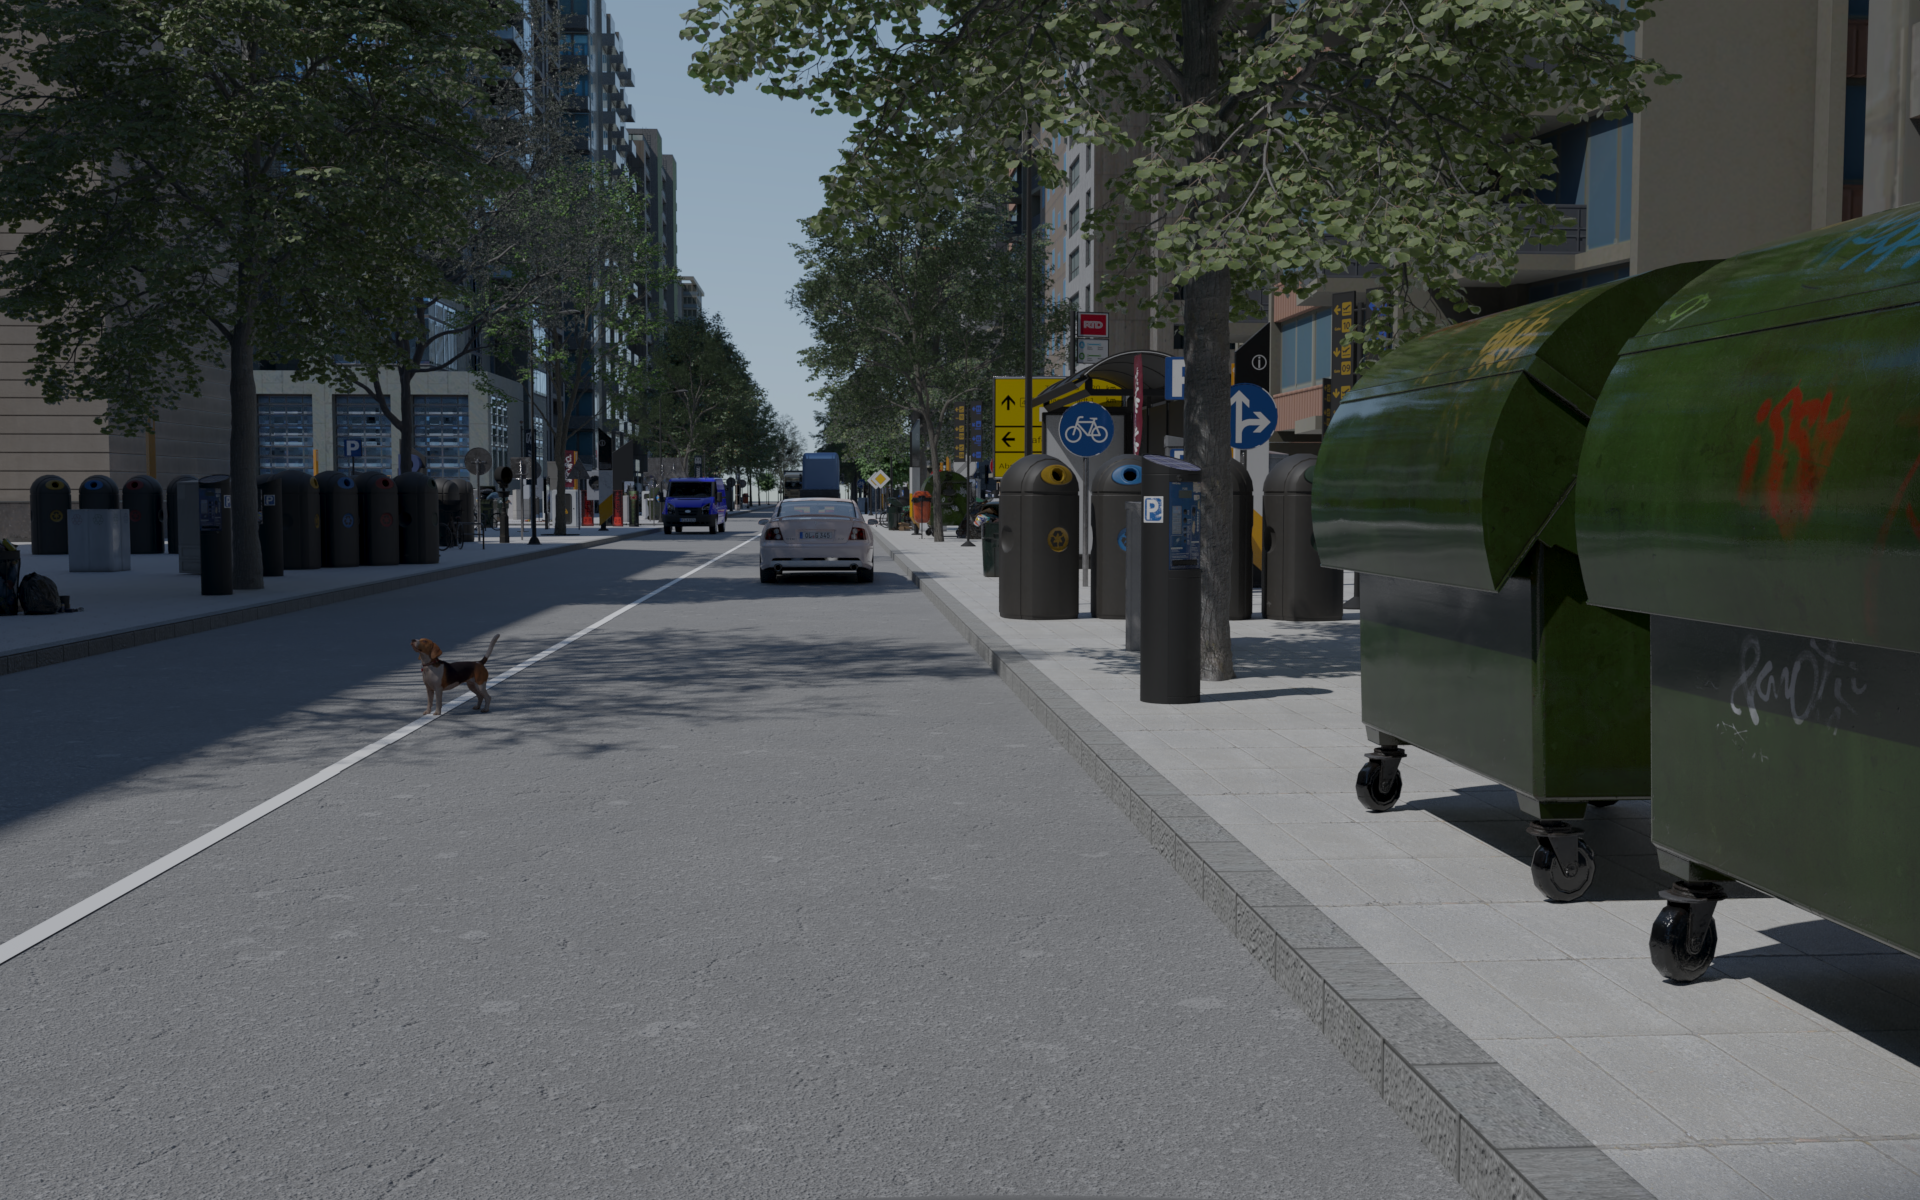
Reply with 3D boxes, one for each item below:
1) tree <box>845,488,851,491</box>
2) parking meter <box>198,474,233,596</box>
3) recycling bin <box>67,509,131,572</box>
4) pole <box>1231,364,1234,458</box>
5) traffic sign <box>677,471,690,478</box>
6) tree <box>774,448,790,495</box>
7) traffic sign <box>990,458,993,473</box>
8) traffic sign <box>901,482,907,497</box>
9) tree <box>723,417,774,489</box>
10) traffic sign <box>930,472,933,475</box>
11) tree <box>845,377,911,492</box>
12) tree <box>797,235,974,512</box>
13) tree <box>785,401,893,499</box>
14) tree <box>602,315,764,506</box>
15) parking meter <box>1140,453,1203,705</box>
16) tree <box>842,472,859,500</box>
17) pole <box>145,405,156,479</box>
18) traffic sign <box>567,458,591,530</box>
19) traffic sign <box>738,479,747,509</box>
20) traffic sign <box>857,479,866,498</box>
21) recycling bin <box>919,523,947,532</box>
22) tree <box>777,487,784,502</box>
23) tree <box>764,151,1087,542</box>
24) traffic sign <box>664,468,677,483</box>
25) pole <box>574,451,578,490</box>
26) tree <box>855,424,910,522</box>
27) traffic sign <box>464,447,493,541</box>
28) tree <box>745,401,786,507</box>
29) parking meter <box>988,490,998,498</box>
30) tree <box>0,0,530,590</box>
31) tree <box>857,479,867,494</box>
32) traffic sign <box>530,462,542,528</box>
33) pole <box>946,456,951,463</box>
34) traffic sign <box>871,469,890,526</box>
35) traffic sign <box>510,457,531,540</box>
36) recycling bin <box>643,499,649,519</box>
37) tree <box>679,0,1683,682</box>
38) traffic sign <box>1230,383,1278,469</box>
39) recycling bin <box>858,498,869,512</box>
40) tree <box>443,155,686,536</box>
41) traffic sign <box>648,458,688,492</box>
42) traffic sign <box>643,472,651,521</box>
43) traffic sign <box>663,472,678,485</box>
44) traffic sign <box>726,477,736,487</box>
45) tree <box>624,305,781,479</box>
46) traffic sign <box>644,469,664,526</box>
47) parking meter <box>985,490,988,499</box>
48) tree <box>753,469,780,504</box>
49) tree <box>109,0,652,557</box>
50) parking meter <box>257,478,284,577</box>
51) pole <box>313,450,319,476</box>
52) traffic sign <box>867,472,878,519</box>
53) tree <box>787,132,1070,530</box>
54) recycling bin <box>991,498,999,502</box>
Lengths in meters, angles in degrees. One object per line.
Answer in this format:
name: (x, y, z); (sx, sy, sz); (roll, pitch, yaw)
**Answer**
tree: (-15.393, -18.562, 253.855); (4.360, 8.622, 3.978); (0, 3, 0)
parking meter: (-9.458, -0.831, 22.005); (0.372, 1.533, 0.369); (0, 3, 0)
recycling bin: (-14.288, -0.991, 28.755); (0.722, 1.027, 0.722); (0, 4, -1)
pole: (4.334, -2.037, 27.152); (0.158, 3.312, 0.155); (0, 3, 0)
traffic sign: (-13.717, -5.178, 85.837); (0.795, 2.450, 0.064); (0, 4, -4)
tree: (-25.483, -17.843, 242.092); (4.360, 8.622, 3.978); (0, 3, 0)
traffic sign: (1.328, -3.343, 54.772); (0.768, 2.556, 0.104); (0, 4, 2)
traffic sign: (-3.292, -5.834, 97.508); (0.606, 2.300, 0.079); (0, 4, 2)
tree: (-17.965, -11.469, 137.885); (4.360, 8.622, 3.978); (0, 3, 0)
traffic sign: (-1.137, -5.394, 88.300); (0.768, 2.556, 0.104); (0, 4, 0)
tree: (-3.645, -8.589, 90.792); (4.737, 8.622, 4.395); (0, 3, 0)
tree: (-4.966, -16.432, 124.558); (12.611, 20.169, 13.585); (0, 3, 0)
tree: (-9.026, -14.239, 158.558); (9.928, 11.665, 9.643); (0, 3, 0)
tree: (-14.719, -9.586, 91.147); (8.767, 10.594, 7.601); (0, 4, -3)
parking meter: (1.302, -0.139, 10.691); (0.372, 1.533, 0.369); (0, 3, 0)
tree: (-14.897, -19.689, 238.919); (9.611, 12.733, 9.660); (0, 3, 0)
pole: (-18.609, -2.815, 39.866); (0.158, 3.312, 0.155); (0, 3, 0)
traffic sign: (-13.675, -3.800, 62.140); (0.884, 2.594, 0.081); (0, 4, 3)
traffic sign: (-18.561, -9.021, 147.604); (0.768, 2.556, 0.104); (0, 4, -3)
traffic sign: (-8.372, -8.994, 147.157); (0.768, 2.556, 0.104); (0, 4, -3)
recycling bin: (-0.930, -2.859, 59.302); (0.722, 1.027, 0.722); (-2, 4, -35)
tree: (-30.029, -18.034, 289.463); (1.663, 3.219, 1.824); (0, 3, 0)
tree: (-0.554, -6.856, 46.502); (8.767, 10.594, 7.601); (0, 4, -3)
traffic sign: (-14.387, -5.298, 86.625); (0.884, 2.594, 0.081); (0, 4, -4)
pole: (-18.326, -5.430, 82.616); (0.158, 3.312, 0.155); (0, 3, 0)
tree: (-3.299, -5.924, 80.564); (4.285, 4.588, 4.351); (0, 3, 0)
traffic sign: (-13.094, -2.874, 47.099); (0.768, 2.556, 0.104); (0, 4, 0)
tree: (-21.601, -15.370, 177.048); (9.928, 11.665, 9.643); (0, 3, 0)
parking meter: (2.102, -5.796, 103.168); (0.372, 1.533, 0.369); (0, 3, 0)
tree: (-9.224, -6.415, 23.018); (7.486, 12.596, 7.792); (0, 3, 0)
tree: (-12.550, -13.763, 219.619); (1.663, 3.219, 1.824); (0, 3, 0)
traffic sign: (-15.974, -3.942, 64.564); (0.768, 2.556, 0.104); (0, 4, 1)
pole: (-0.541, -5.408, 82.263); (0.158, 3.312, 0.155); (0, 3, 0)
traffic sign: (-3.197, -4.043, 69.751); (0.795, 2.450, 0.064); (0, 4, -4)
traffic sign: (-12.208, -2.820, 48.231); (0.606, 2.300, 0.079); (0, 4, 1)
recycling bin: (-15.659, -4.601, 87.779); (0.722, 1.027, 0.722); (-1, 4, -17)
tree: (1.532, -5.748, 12.112); (7.486, 12.596, 7.792); (0, 3, 0)
traffic sign: (3.262, -1.214, 19.955); (0.768, 2.556, 0.104); (0, 4, 1)
recycling bin: (-7.007, -6.909, 125.510); (0.722, 1.027, 0.722); (0, 4, 3)
tree: (-12.238, -7.789, 53.107); (9.928, 11.665, 9.643); (0, 3, 0)
traffic sign: (-16.285, -6.285, 96.628); (2.265, 3.308, 0.079); (0, 4, 1)
traffic sign: (-14.514, -4.829, 81.085); (0.606, 2.300, 0.079); (0, 4, -3)
traffic sign: (-12.800, -4.492, 77.080); (0.795, 2.450, 0.064); (0, 4, -4)
traffic sign: (-17.142, -7.925, 129.672); (0.768, 2.556, 0.104); (0, 4, 2)
tree: (-15.877, -11.535, 105.612); (9.611, 12.733, 9.660); (0, 3, 0)
traffic sign: (-12.219, -4.005, 69.116); (0.795, 2.450, 0.064); (0, 4, -4)
parking meter: (1.808, -6.226, 110.211); (0.372, 1.533, 0.369); (0, 3, 0)
tree: (-25.185, -14.753, 224.929); (4.285, 4.588, 4.351); (0, 3, 0)
tree: (-11.289, -7.605, 34.707); (12.009, 13.543, 11.850); (0, 3, 0)
parking meter: (-10.759, -1.137, 26.996); (0.372, 1.533, 0.369); (0, 3, 0)
pole: (-29.500, -5.232, 79.390); (0.158, 3.312, 0.155); (0, 3, 0)
traffic sign: (-3.778, -4.530, 77.715); (0.795, 2.450, 0.064); (0, 4, -4)
tree: (-1.293, -9.461, 61.346); (9.857, 13.997, 8.962); (0, 3, 0)
recycling bin: (2.253, -5.317, 99.484); (0.722, 1.027, 0.722); (3, 5, 41)
